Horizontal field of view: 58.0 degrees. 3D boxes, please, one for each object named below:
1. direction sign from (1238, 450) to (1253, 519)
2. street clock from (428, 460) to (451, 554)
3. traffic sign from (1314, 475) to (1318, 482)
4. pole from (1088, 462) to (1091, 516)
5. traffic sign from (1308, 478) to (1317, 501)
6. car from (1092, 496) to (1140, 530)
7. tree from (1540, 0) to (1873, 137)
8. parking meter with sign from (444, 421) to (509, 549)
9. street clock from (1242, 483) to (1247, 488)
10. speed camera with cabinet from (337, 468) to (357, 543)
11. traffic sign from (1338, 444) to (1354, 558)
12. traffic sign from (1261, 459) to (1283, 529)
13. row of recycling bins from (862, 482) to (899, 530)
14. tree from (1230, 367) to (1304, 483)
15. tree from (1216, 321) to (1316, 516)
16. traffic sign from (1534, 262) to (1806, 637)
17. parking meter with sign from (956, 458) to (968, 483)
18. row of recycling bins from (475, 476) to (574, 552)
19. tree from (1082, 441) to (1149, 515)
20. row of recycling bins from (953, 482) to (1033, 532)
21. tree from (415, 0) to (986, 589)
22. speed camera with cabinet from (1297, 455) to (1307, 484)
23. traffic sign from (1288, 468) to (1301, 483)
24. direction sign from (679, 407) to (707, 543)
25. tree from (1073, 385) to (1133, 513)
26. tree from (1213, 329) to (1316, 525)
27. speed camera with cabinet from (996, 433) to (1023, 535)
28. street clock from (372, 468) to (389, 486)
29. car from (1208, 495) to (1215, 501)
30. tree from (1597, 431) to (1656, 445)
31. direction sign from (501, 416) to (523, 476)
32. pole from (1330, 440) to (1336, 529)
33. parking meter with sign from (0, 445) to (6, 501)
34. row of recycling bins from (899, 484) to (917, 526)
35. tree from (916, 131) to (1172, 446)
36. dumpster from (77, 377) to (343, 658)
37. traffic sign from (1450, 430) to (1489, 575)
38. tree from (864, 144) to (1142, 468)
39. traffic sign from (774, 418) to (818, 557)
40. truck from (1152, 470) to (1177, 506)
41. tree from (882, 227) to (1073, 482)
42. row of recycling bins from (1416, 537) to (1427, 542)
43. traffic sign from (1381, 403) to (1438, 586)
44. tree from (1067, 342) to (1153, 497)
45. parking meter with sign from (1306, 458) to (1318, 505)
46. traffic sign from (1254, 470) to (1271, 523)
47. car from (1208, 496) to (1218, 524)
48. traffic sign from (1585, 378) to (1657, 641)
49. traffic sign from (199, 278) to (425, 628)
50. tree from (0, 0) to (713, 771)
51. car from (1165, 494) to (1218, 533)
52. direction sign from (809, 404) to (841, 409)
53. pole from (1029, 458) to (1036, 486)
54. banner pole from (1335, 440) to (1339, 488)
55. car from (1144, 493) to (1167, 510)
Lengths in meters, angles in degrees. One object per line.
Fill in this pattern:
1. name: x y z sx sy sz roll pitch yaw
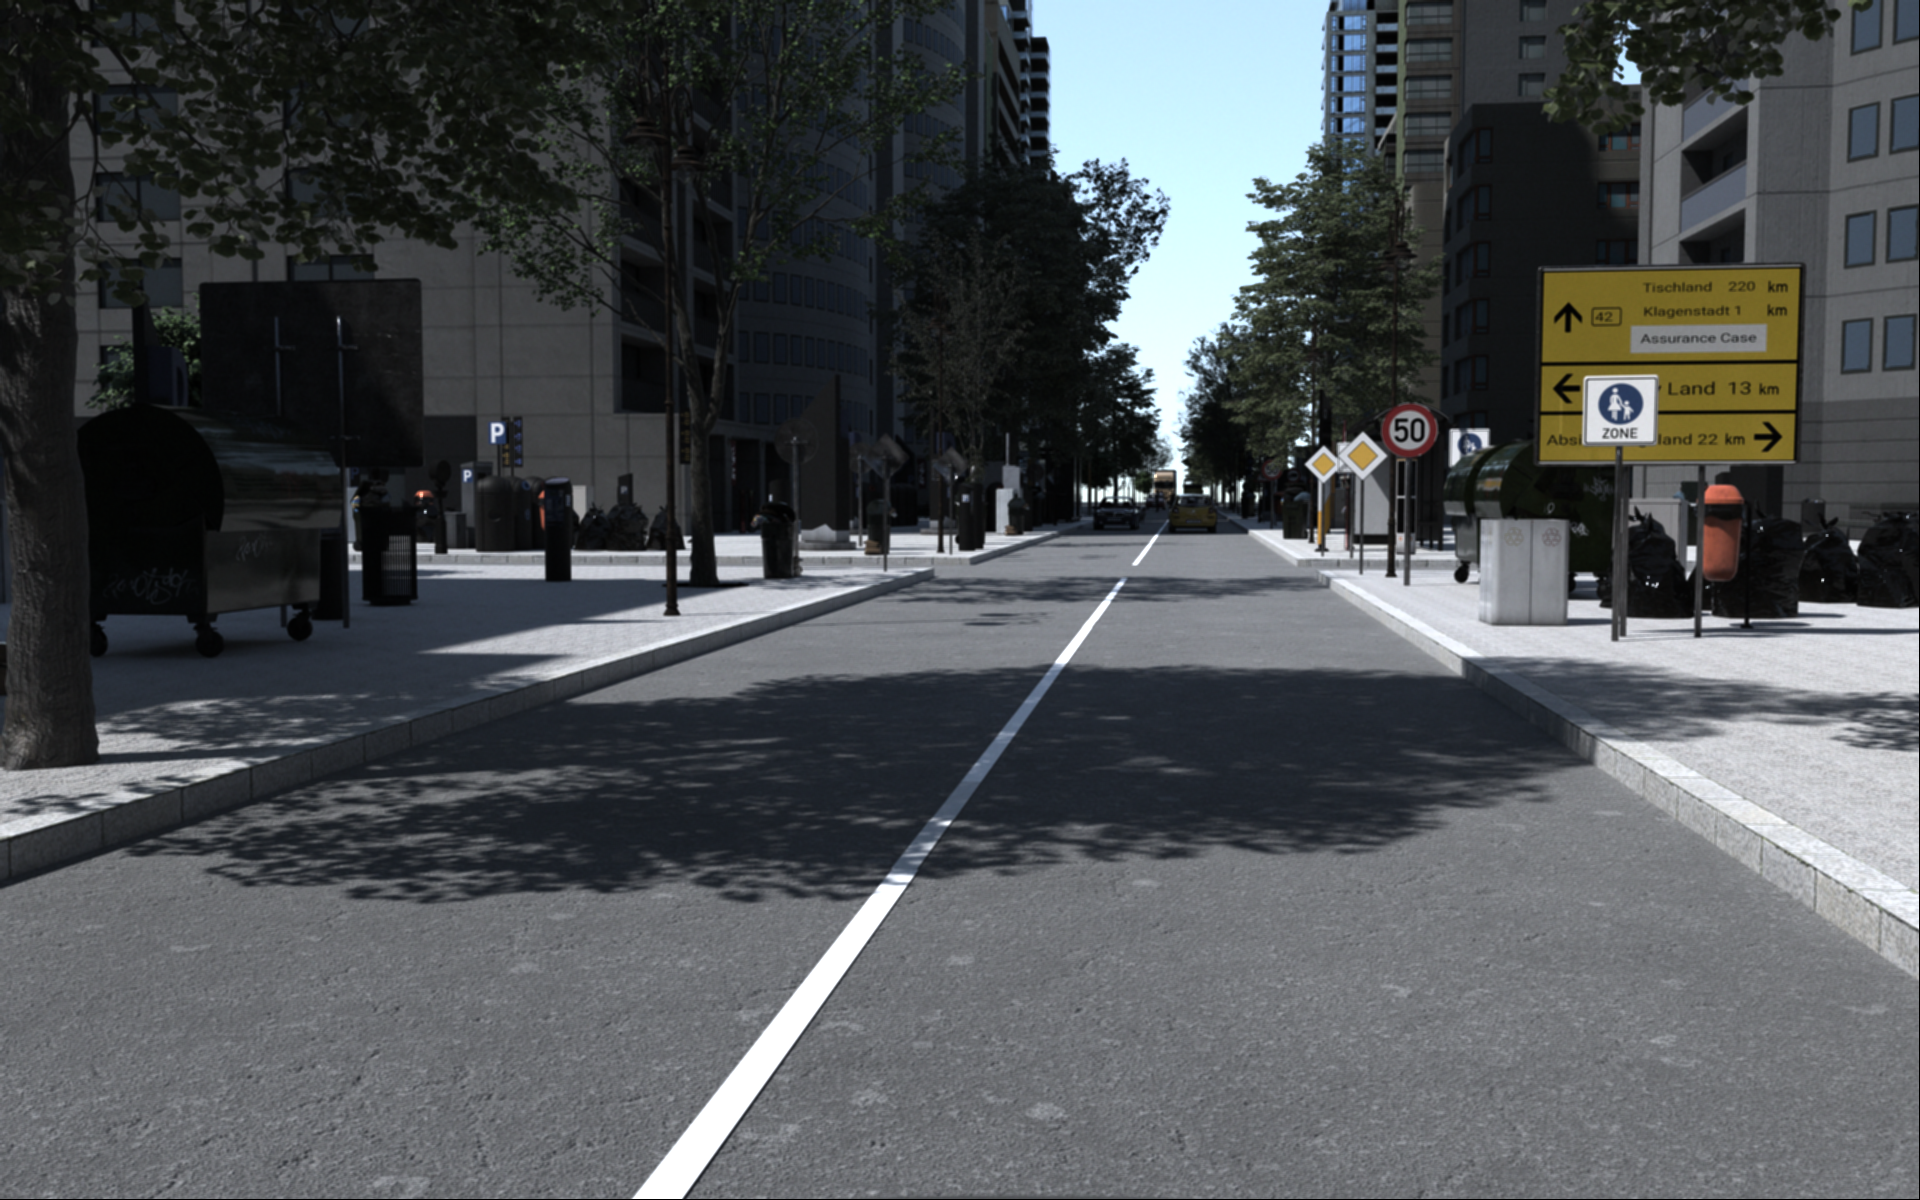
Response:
1. direction sign: 14.780 -5.979 89.753 0.876 3.537 0.379 -2 4 -26
2. street clock: -11.101 -1.984 37.002 0.358 2.002 0.471 1 4 22
3. traffic sign: 15.854 -4.667 76.411 0.768 2.556 0.104 1 4 15
4. pole: 7.604 -6.599 101.732 0.158 3.312 0.155 0 3 0
5. traffic sign: 17.221 -5.113 83.605 0.884 2.594 0.081 1 4 12
6. car: 6.364 -3.528 70.262 1.945 1.354 3.894 1 4 8
7. tree: 5.267 -5.457 7.351 7.486 12.596 7.792 0 3 0
8. parking meter with sign: -11.450 -2.735 40.979 0.543 3.016 1.738 2 4 25
9. street clock: 17.862 -6.331 108.081 0.471 2.002 0.358 0 4 -7
10. speed camera with cabinet: -16.345 -3.152 45.876 0.660 3.252 2.038 -2 4 -31
11. traffic sign: 7.806 -1.978 34.462 0.606 2.300 0.079 1 4 11
12. traffic sign: 11.405 -3.867 63.327 0.768 2.556 0.104 1 4 14
13. row of recycling bins: -3.462 -3.122 58.164 1.069 1.692 3.534 2 4 27
14. tree: 16.293 -8.669 92.101 4.737 8.622 4.395 0 3 0
15. tree: 16.869 -10.744 101.412 9.928 11.665 9.643 0 3 0
16. traffic sign: 6.288 -1.320 15.448 2.265 3.308 0.079 0 4 8
17. parking meter with sign: -0.154 -4.774 74.323 0.543 3.016 1.738 3 5 42
18. row of recycling bins: -10.038 -2.003 39.858 1.069 1.692 3.534 1 4 16
19. tree: 8.433 -7.528 106.789 4.285 4.588 4.351 0 3 0
20. row of recycling bins: 0.868 -3.158 58.751 3.534 1.692 1.069 -2 4 -32
21. tree: -3.499 -5.995 23.766 9.928 11.665 9.643 0 3 0
22. speed camera with cabinet: 16.407 -5.674 87.110 2.038 3.252 0.660 1 4 14
23. traffic sign: 16.063 -5.108 83.616 0.768 2.556 0.104 1 4 13
24. direction sign: -7.007 -3.278 45.595 0.876 3.537 0.379 -3 5 -43
25. tree: 8.614 -10.198 117.095 4.360 8.622 3.978 0 3 0
26. tree: 13.014 -7.471 72.516 4.360 8.622 3.978 0 3 0
27. speed camera with cabinet: 1.606 -3.738 55.459 0.660 3.252 2.038 1 4 11
28. street clock: -13.964 -2.275 41.766 0.358 2.002 0.471 -3 5 -44
29. car: 18.032 -7.186 129.498 2.014 1.417 4.499 0 4 8
30. tree: 24.370 -5.183 68.456 4.285 4.588 4.351 0 3 0
31. direction sign: -13.117 -3.594 50.763 0.876 3.537 0.379 2 4 34
32. pole: 13.673 -4.263 63.547 0.158 3.312 0.155 0 3 0
33. parking meter with sign: -32.107 -3.686 56.533 0.543 3.016 1.738 1 4 13
34. row of recycling bins: -2.496 -3.816 69.507 1.069 1.692 3.534 1 4 16
35. tree: 4.236 -14.424 91.727 12.611 20.169 13.585 0 3 0
36. dumpster: -6.278 -0.725 14.353 1.502 2.255 1.985 0 4 8
37. traffic sign: 8.009 -1.538 27.273 0.606 2.300 0.079 1 4 17
38. tree: 1.736 -9.551 62.814 9.857 13.997 8.962 0 3 0
39. traffic sign: -2.755 -1.773 29.090 0.768 2.556 0.104 1 4 11
40. truck: 23.979 -13.065 202.521 2.839 4.237 11.283 1 4 8
41. tree: 0.157 -5.912 47.030 4.360 8.622 3.978 0 3 0
42. row of recycling bins: 12.501 -2.518 48.279 1.069 1.692 3.534 1 4 19
43. traffic sign: 6.268 -1.474 24.213 0.768 2.556 0.104 1 4 14
44. tree: 11.524 -12.922 129.402 7.486 12.596 7.792 0 3 0
45. parking meter with sign: 18.335 -5.669 88.947 1.738 3.016 0.543 1 4 18
46. traffic sign: 13.427 -4.680 76.528 0.884 2.594 0.081 1 4 15
47. car: 11.529 -4.355 83.781 1.945 1.354 3.894 0 4 6
48. traffic sign: 5.710 -0.789 15.032 0.606 2.300 0.079 1 4 17
49. traffic sign: -6.201 -1.387 16.554 2.265 3.308 0.079 1 4 9
50. tree: -4.349 -5.516 8.319 7.486 12.596 7.792 0 3 0
51. car: 8.694 -3.347 64.939 2.015 1.641 3.980 0 4 6
52. direction sign: -3.393 -3.163 43.719 0.876 3.537 0.379 -2 4 -30
53. pole: 3.575 -5.523 84.150 0.158 3.312 0.155 0 3 0
54. banner pole: 17.129 -5.470 79.455 0.863 3.779 0.401 -2 4 -35
55. car: 17.884 -9.128 158.284 2.155 1.783 4.494 1 4 8
